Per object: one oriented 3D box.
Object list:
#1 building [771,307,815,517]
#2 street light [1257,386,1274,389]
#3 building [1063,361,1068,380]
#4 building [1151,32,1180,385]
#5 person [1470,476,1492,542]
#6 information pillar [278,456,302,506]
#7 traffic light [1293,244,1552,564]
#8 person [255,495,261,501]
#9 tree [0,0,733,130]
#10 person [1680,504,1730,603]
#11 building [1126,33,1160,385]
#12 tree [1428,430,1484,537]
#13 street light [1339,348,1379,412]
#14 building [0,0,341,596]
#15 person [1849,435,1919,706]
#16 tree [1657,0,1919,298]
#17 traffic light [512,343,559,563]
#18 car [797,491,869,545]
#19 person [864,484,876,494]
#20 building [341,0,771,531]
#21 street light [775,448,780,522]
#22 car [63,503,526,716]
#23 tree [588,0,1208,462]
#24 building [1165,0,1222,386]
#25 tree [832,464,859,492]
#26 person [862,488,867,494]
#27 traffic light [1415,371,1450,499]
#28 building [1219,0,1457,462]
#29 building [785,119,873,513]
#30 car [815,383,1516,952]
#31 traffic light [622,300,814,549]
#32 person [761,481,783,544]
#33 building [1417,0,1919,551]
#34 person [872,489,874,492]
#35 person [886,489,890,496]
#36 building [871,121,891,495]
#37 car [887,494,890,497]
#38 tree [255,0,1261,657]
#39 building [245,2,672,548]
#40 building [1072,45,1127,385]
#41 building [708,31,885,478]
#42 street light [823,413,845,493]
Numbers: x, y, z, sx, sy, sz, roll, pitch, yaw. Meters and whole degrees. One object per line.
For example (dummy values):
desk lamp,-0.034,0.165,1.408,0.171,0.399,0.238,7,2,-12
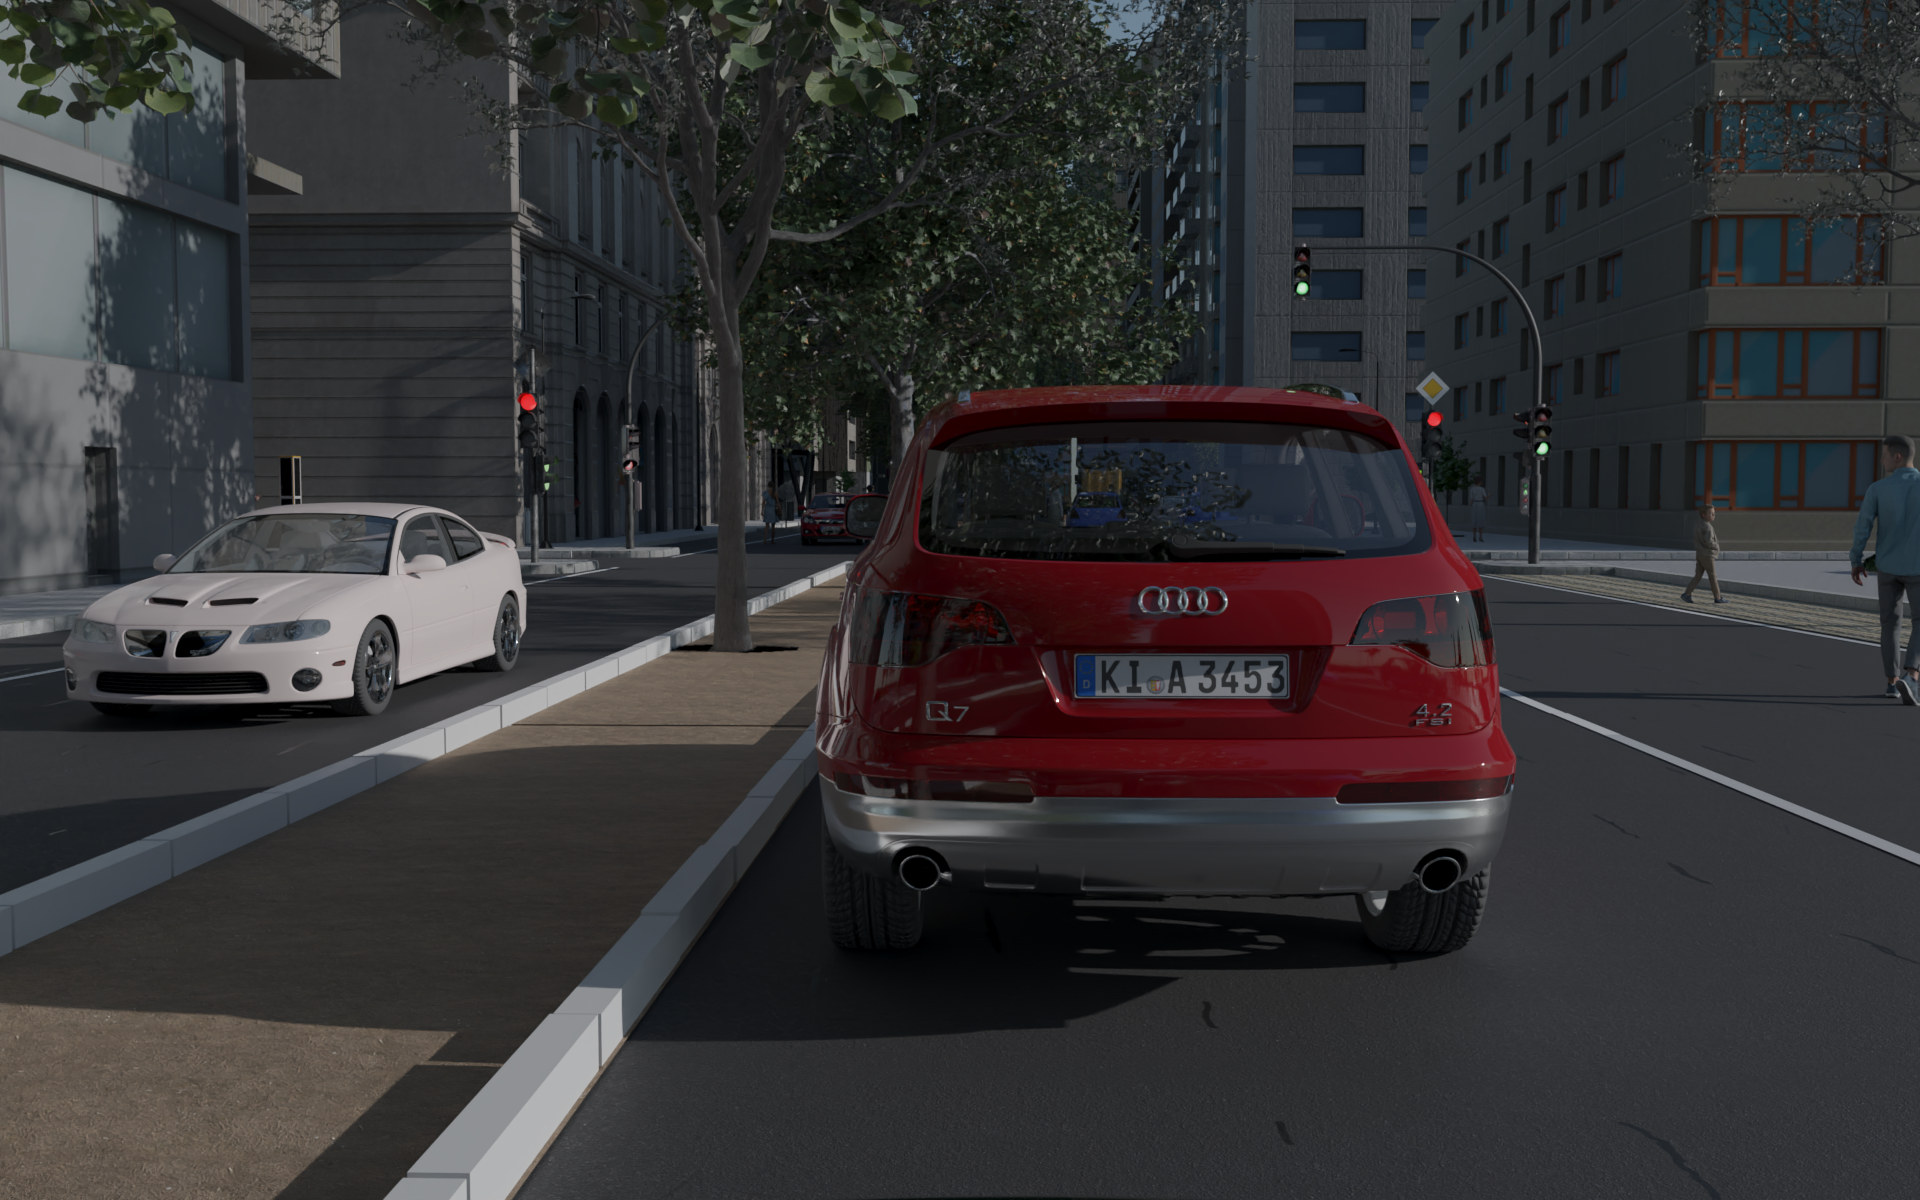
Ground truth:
building,-16.766,-14.055,97.250,16.820,18.784,16.811,0,4,2
street light,13.469,-6.249,74.713,1.470,5.913,1.316,0,4,2
building,-1.159,-22.485,212.669,28.899,21.520,27.650,0,4,2
building,25.245,-31.244,160.943,14.600,45.320,14.200,0,4,2
person,13.927,-2.430,46.338,0.480,1.755,0.524,3,5,43
information pillar,-12.967,-1.778,33.556,0.304,2.012,0.304,0,4,7
traffic light,8.415,-3.485,31.642,4.771,5.953,1.251,0,4,2
person,-13.696,-1.625,32.973,0.532,1.782,0.716,2,4,25
tree,-2.115,-5.664,1.723,9.857,13.997,8.962,0,3,0
person,9.702,-0.599,22.571,0.640,1.303,0.475,-1,4,-11
building,28.548,-33.966,179.052,21.300,48.544,21.600,0,4,2
tree,14.643,-3.514,52.055,1.663,3.219,1.824,0,3,0
street light,12.726,-5.054,55.172,1.470,5.913,1.316,0,4,2
building,-24.384,-26.148,16.757,27.495,52.752,28.713,0,4,2
person,6.503,-0.223,12.004,0.638,1.841,0.748,3,5,40
tree,12.579,-6.581,17.974,12.009,13.543,11.850,0,3,0
traffic light,-7.943,-2.654,32.307,0.839,4.253,0.868,0,4,2
car,-3.581,-2.510,50.081,2.155,1.783,4.494,0,3,0
person,-3.181,-3.263,62.200,0.716,1.782,0.532,-3,4,-36
building,-15.889,-14.368,76.719,13.314,21.916,24.055,0,4,2
street light,-7.913,-6.544,79.539,1.470,5.913,1.316,0,4,2
car,-4.621,-0.023,12.733,2.083,1.381,4.827,0,4,3
tree,-0.876,-6.521,26.080,9.611,12.733,9.660,0,3,0
building,28.321,-31.732,138.429,23.786,49.044,30.456,0,4,2
tree,-7.479,-7.181,112.007,1.663,3.219,1.824,0,3,0
person,-5.830,-5.896,105.026,0.853,1.813,0.709,1,4,8
traffic light,10.773,-3.105,39.695,0.839,4.253,0.868,0,4,2
building,25.379,-33.960,97.247,21.231,58.520,28.212,0,4,2
building,-13.842,-21.486,123.002,14.160,30.474,14.107,0,4,2
car,0.617,0.104,6.977,2.281,1.827,5.304,0,4,1
traffic light,-5.585,-4.011,40.254,4.771,5.953,1.251,0,4,2
person,-5.391,-2.505,49.546,0.616,1.811,0.778,1,4,10
building,31.503,-12.632,51.580,28.899,21.520,27.650,0,4,2
person,-5.389,-6.048,107.732,0.601,1.785,0.444,-2,4,-32
person,-6.935,-9.973,169.120,0.705,1.822,1.348,2,4,26
building,-16.099,-34.079,180.894,21.600,48.544,21.300,0,4,2
car,-2.171,-3.545,67.007,2.155,1.783,4.494,0,4,0
tree,-2.044,-6.261,15.198,12.009,13.543,11.850,0,3,0
building,-15.953,-12.855,51.972,13.314,21.916,24.055,0,4,2
building,27.042,-38.051,211.379,27.495,52.752,28.713,0,4,2
building,-17.941,-29.977,144.747,22.147,44.769,28.867,0,4,2
street light,-7.268,-7.740,99.083,1.470,5.913,1.316,0,4,2
